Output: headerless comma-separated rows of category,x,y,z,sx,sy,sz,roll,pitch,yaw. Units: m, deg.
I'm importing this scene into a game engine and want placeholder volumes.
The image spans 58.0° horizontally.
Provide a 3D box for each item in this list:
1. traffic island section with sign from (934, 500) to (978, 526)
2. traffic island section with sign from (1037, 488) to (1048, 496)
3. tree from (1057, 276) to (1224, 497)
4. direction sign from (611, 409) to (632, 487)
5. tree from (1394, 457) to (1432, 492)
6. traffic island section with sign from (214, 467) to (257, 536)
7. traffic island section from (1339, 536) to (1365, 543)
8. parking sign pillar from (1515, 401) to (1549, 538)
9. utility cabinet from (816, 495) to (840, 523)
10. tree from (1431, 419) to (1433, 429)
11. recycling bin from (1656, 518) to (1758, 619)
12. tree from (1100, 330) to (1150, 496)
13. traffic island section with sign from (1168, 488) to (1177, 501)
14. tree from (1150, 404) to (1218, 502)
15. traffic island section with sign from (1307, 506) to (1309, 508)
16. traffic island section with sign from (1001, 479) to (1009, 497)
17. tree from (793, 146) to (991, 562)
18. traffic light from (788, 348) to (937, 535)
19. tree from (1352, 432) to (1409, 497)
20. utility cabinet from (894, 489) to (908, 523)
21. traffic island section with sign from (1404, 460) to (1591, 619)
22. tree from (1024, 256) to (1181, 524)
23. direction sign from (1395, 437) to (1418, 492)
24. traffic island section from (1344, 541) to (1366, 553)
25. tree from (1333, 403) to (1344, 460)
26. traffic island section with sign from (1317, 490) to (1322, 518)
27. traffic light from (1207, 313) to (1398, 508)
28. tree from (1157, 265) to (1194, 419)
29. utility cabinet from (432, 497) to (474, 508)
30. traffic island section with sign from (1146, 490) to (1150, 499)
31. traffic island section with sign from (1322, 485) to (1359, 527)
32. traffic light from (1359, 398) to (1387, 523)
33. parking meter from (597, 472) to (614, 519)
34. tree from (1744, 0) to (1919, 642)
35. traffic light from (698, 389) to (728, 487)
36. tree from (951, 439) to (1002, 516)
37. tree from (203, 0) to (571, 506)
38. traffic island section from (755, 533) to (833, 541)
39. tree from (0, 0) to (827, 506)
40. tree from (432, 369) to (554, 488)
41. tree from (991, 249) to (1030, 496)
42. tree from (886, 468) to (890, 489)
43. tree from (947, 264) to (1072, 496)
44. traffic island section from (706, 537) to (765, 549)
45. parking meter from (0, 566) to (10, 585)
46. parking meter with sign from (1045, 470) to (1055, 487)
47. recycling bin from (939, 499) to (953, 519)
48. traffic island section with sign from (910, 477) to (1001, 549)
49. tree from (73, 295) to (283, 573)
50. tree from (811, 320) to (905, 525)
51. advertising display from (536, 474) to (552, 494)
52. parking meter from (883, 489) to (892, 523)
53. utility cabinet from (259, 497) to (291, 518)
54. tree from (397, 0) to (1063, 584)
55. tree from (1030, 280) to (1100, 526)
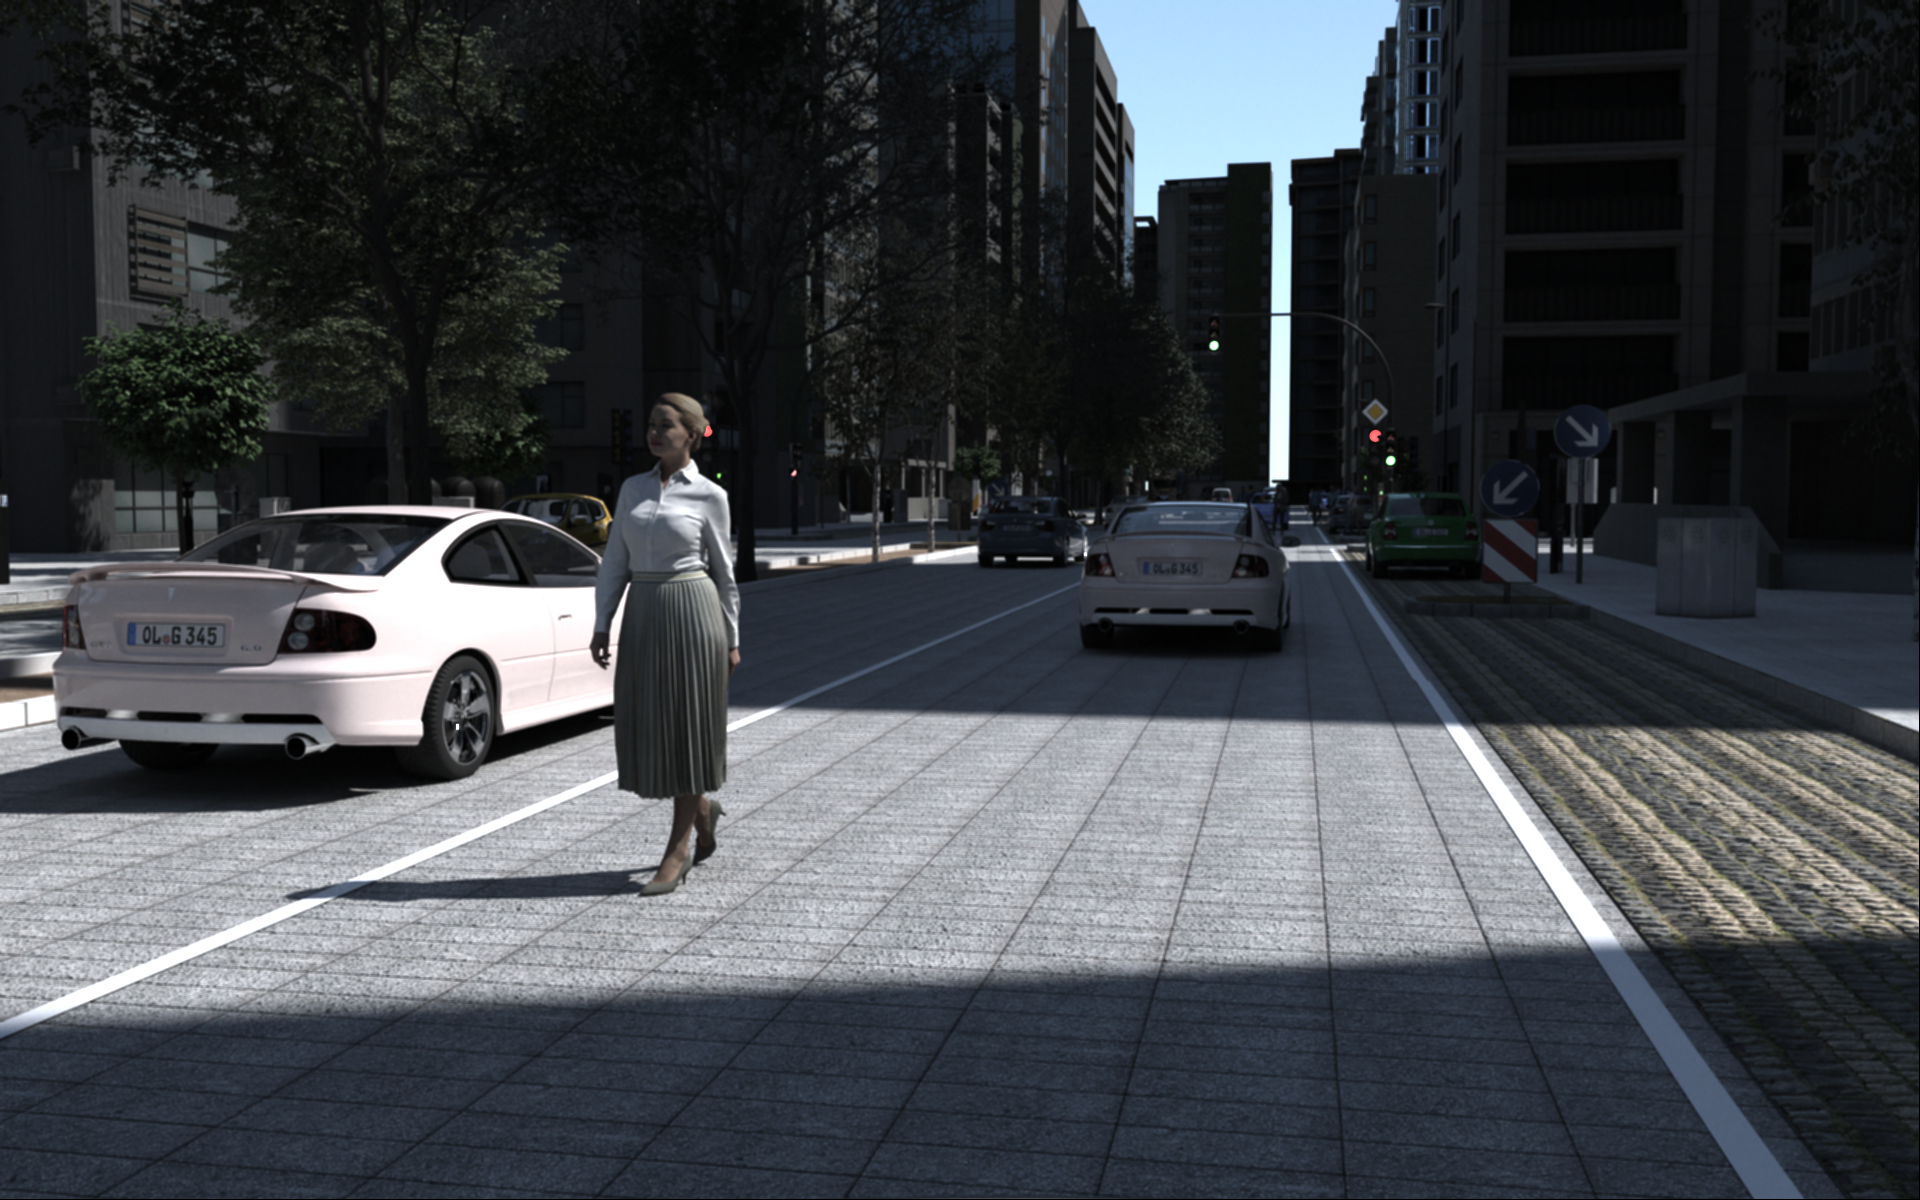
traffic island section with sign,-0.076,-4.317,79.214,1.989,1.847,2.006,1,4,11
traffic island section with sign,5.022,-5.936,105.685,1.989,1.847,2.006,1,4,11
tree,8.498,-10.444,90.221,9.611,12.733,9.660,0,3,0
direction sign,-9.022,-3.320,46.277,0.379,3.537,0.876,2,4,25
tree,20.777,-5.219,79.928,1.663,3.219,1.824,0,3,0
traffic island section with sign,-10.620,-0.974,24.556,1.989,1.847,2.006,1,4,11
traffic island section,12.213,-1.760,51.049,2.009,0.180,2.903,1,4,11
parking sign pillar,16.513,-3.802,50.627,1.447,3.967,1.447,1,4,13
utility cabinet,-5.885,-4.031,77.067,1.020,1.237,0.306,-2,4,-24
tree,27.093,-8.622,91.330,4.360,8.622,3.978,0,3,0
recycling bin,7.847,-0.346,18.210,0.722,1.027,0.722,-2,4,-25
tree,6.081,-7.528,75.897,4.360,8.622,3.978,0,3,0
traffic island section with sign,15.495,-7.245,126.592,2.006,1.907,1.989,1,4,11
tree,12.727,-10.795,113.370,8.767,10.594,7.601,1,4,11
traffic island section with sign,31.498,-8.706,150.967,1.989,1.847,2.006,1,4,11
traffic island section with sign,1.276,-2.732,52.806,2.006,1.907,1.989,1,4,11
tree,-1.742,-5.112,36.394,4.360,8.622,3.978,0,3,0
traffic light,-3.100,-4.846,53.898,4.771,5.953,1.251,1,4,11
tree,21.712,-6.433,88.890,4.285,4.588,4.351,0,3,0
utility cabinet,-2.623,-4.192,77.214,0.318,1.500,1.173,1,4,16
traffic island section with sign,6.396,-0.746,20.817,1.989,1.847,2.006,1,4,11
tree,6.514,-9.861,81.815,7.486,12.596,7.792,0,3,0
direction sign,17.718,-4.694,68.748,0.876,3.537,0.379,2,4,26
traffic island section,10.701,-1.280,43.208,2.009,0.180,2.903,1,4,11
tree,29.778,-10.898,128.543,4.360,8.622,3.978,0,3,0
traffic island section with sign,22.095,-5.725,102.227,1.989,1.847,2.006,1,4,11
traffic light,8.593,-4.201,43.356,4.771,5.953,1.251,1,4,11
tree,3.983,-9.440,67.163,12.009,13.543,11.850,0,3,0
utility cabinet,-10.939,-1.585,37.070,1.020,1.237,0.306,0,4,4
traffic island section with sign,19.513,-10.532,180.826,1.989,1.847,2.006,1,4,11
traffic island section with sign,16.984,-4.106,75.759,1.989,1.847,2.006,1,4,11
traffic light,12.176,-3.793,50.943,0.839,4.253,0.868,1,4,11
parking meter,-9.618,-2.526,47.019,0.399,1.863,0.255,-3,4,-38
tree,8.610,-3.946,14.877,4.360,8.622,3.978,0,3,0
traffic light,-6.682,-3.517,46.418,0.839,4.253,0.868,1,4,11
tree,1.028,-7.317,103.346,4.285,4.588,4.351,0,3,0
tree,-12.267,-7.218,36.143,7.486,12.596,7.792,0,3,0
traffic island section,-5.208,-1.965,54.401,2.009,0.180,2.903,1,4,11
tree,-5.170,-4.904,17.054,8.767,10.594,7.601,1,4,11
tree,-12.218,-3.787,45.633,4.285,4.588,4.351,0,3,0
tree,-0.669,-5.447,41.883,4.360,8.622,3.978,0,3,0
tree,-4.470,-6.710,104.303,1.663,3.219,1.824,0,3,0
tree,1.534,-6.184,53.930,4.737,8.622,4.395,0,3,0
traffic island section,-6.720,-1.485,46.560,2.009,0.180,2.903,1,4,11
parking meter,-13.720,-0.989,24.578,0.372,1.533,0.369,0,3,0
parking meter with sign,6.639,-7.976,126.669,0.543,3.016,1.738,0,4,-6
recycling bin,-0.674,-4.670,88.902,0.722,1.027,0.722,1,4,14
traffic island section with sign,-0.136,-2.287,45.534,2.006,1.907,1.989,1,4,11
tree,-12.957,-2.764,28.908,4.285,4.588,4.351,0,3,0
tree,-4.482,-7.466,72.426,4.737,8.622,4.395,0,3,0
advertising display,-13.309,-3.069,55.398,0.123,1.923,0.974,-3,4,-37
parking meter,-3.238,-4.205,77.158,0.372,1.533,0.369,0,3,0
utility cabinet,-13.680,-1.434,34.610,0.306,1.237,1.020,0,4,-3
tree,-3.391,-6.981,26.960,12.009,13.543,11.850,0,3,0
tree,2.469,-6.505,59.182,4.360,8.622,3.978,0,3,0
